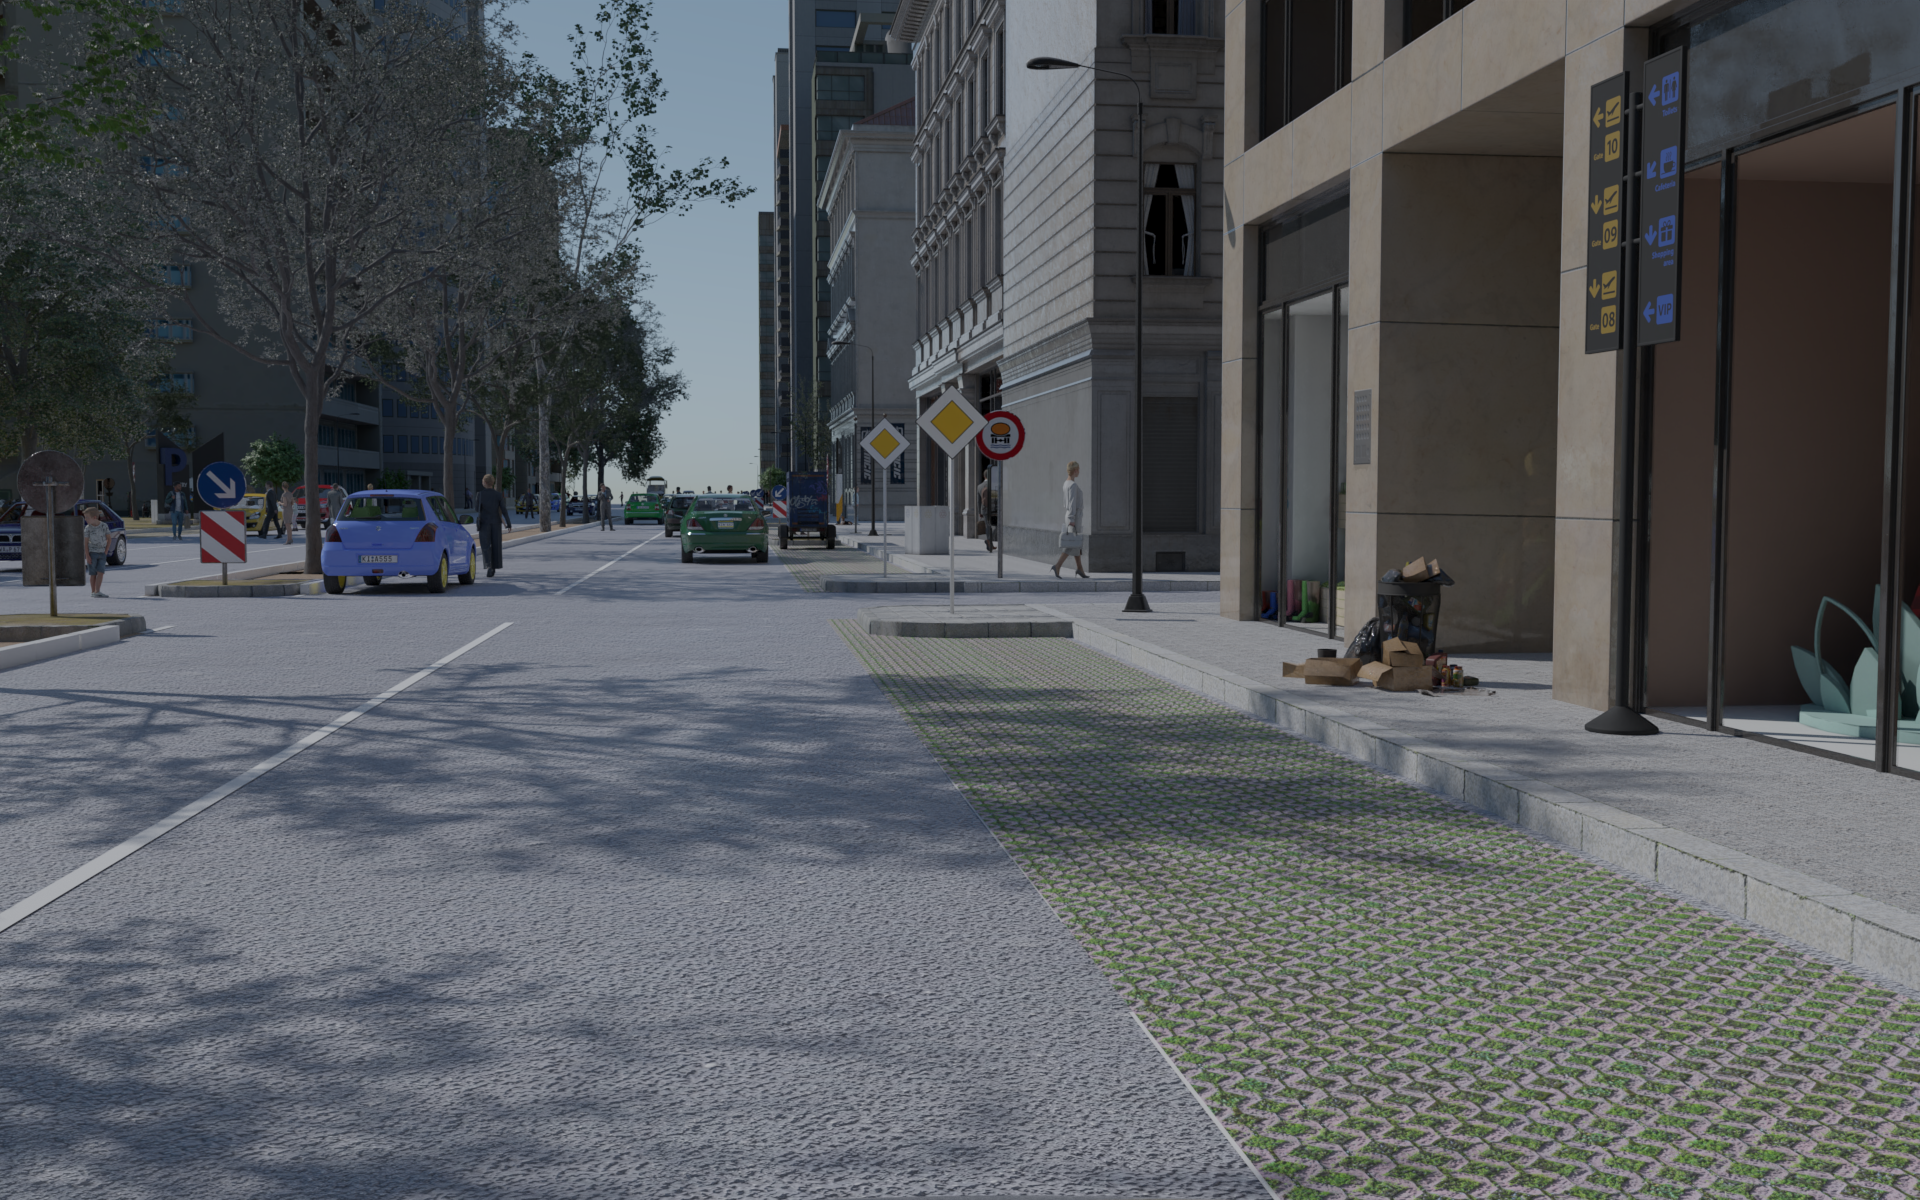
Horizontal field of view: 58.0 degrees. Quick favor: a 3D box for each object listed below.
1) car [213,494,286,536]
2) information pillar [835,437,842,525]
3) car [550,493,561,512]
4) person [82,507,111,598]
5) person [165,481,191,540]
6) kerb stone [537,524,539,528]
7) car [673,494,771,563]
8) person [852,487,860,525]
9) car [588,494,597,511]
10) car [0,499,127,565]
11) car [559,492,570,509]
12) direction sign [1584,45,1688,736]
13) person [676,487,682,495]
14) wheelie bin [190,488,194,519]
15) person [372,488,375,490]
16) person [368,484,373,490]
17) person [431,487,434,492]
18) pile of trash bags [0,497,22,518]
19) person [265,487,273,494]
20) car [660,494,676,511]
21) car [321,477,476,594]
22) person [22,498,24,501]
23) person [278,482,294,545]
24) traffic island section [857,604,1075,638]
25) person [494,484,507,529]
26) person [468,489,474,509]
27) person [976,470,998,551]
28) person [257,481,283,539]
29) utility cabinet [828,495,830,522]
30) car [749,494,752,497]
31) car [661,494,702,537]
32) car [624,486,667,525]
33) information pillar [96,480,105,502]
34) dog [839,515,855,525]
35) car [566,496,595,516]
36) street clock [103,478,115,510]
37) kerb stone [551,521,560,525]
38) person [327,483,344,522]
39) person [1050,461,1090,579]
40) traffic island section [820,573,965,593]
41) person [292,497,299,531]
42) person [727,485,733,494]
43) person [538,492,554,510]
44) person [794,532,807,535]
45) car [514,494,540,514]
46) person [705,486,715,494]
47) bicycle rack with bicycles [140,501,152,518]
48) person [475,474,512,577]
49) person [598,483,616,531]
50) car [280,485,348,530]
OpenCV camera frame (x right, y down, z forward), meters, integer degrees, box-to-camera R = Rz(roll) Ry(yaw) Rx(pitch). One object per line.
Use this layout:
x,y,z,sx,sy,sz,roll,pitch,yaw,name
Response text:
-24.553,-3.032,59.801,2.015,1.641,3.980,0,4,-8,car
-5.015,-4.926,71.894,0.183,3.616,0.504,1,4,17,information pillar
-32.719,-7.880,138.424,1.945,1.707,3.694,0,4,-7,car
-11.948,-0.661,23.997,0.332,1.250,0.352,0,4,2,person
-24.159,-2.758,53.578,0.794,1.824,0.713,-2,4,-29,person
-17.846,-3.081,72.570,0.120,0.150,1.000,0,4,-8,kerb stone
-5.129,-1.572,37.504,2.131,1.459,4.920,-1,4,-9,car
-4.332,-3.935,72.188,0.330,1.601,0.589,0,4,4,person
-27.534,-7.186,129.497,2.014,1.417,4.499,-1,4,-8,car
-17.538,-1.275,33.423,1.945,1.354,3.894,0,4,-7,car
-39.409,-9.877,170.289,1.959,1.807,4.718,0,4,-7,car
3.581,-1.056,9.270,0.379,3.537,0.876,-1,4,-10,direction sign
-13.212,-4.441,81.456,0.721,1.781,0.623,0,4,5,person
-39.970,-4.993,89.544,0.980,1.594,0.693,1,4,16,wheelie bin
-33.047,-5.402,97.179,0.532,1.782,0.716,-1,4,-12,person
-20.446,-3.125,59.953,0.694,1.780,0.624,2,4,24,person
-40.865,-7.830,134.140,0.705,1.814,1.350,-1,4,-16,person
-49.167,-4.924,90.264,1.912,1.369,3.447,3,4,38,pile of trash bags
-28.470,-3.832,71.343,0.709,1.800,0.728,2,4,26,person
-21.739,-7.283,130.882,2.131,1.459,4.920,-1,4,-8,car
-8.427,-1.019,26.260,1.945,1.707,3.694,0,4,-6,car
-20.882,-1.824,38.896,0.524,1.755,0.480,2,4,30,person
-19.028,-2.451,48.919,0.374,1.781,0.599,0,4,6,person
-0.041,0.227,18.575,2.009,0.180,2.903,0,4,-8,traffic island section
-17.680,-3.540,66.400,0.654,1.822,0.581,0,4,0,person
-43.111,-8.883,152.221,0.756,1.711,0.436,1,4,19,person
0.637,-2.017,38.989,0.622,1.834,0.822,2,4,28,person
-22.092,-2.883,55.413,0.755,1.850,0.659,0,4,-2,person
-6.339,-4.156,79.119,0.306,1.237,1.020,2,4,29,utility cabinet
-27.727,-13.155,224.682,1.945,1.707,3.694,-1,4,-9,car
-9.136,-2.994,58.740,2.009,1.686,4.222,-1,4,-9,car
-14.927,-4.484,82.103,1.959,1.807,4.718,0,4,-7,car
-44.126,-5.165,88.944,0.304,2.012,0.304,-1,4,-15,information pillar
-4.630,-3.256,70.972,0.748,0.427,0.550,1,4,22,dog
-25.309,-6.303,115.627,1.945,1.354,3.894,-1,4,-9,car
-37.991,-4.452,77.355,0.471,2.002,0.358,-2,4,-29,street clock
-19.071,-3.640,81.722,0.120,0.150,1.000,0,4,-8,kerb stone
-22.208,-3.253,61.795,0.694,1.812,0.767,1,4,9,person
1.673,-1.219,26.330,0.624,1.780,0.694,0,4,2,person
-1.101,-0.257,26.490,2.009,0.180,2.903,0,4,-8,traffic island section
-25.535,-3.280,66.400,0.394,1.301,0.425,-3,4,-39,person
-8.059,-3.202,61.415,0.524,1.755,0.480,0,4,-1,person
-16.989,-3.823,71.181,0.661,1.801,0.590,0,4,6,person
-5.479,-3.179,60.602,0.853,1.813,0.709,-2,4,-34,person
-30.778,-6.954,123.918,2.015,1.641,3.980,0,4,-8,car
-11.163,-4.202,77.385,0.511,1.800,0.466,-1,4,-22,person
-42.840,-4.865,92.923,2.852,0.926,2.925,-1,4,-9,bicycle rack with bicycles
-8.072,-1.282,29.890,0.576,1.772,0.534,-3,5,-44,person
-13.727,-3.607,67.274,0.655,1.846,0.447,-1,4,-20,person
-26.490,-3.834,71.360,2.281,1.827,5.304,0,4,-7,car
